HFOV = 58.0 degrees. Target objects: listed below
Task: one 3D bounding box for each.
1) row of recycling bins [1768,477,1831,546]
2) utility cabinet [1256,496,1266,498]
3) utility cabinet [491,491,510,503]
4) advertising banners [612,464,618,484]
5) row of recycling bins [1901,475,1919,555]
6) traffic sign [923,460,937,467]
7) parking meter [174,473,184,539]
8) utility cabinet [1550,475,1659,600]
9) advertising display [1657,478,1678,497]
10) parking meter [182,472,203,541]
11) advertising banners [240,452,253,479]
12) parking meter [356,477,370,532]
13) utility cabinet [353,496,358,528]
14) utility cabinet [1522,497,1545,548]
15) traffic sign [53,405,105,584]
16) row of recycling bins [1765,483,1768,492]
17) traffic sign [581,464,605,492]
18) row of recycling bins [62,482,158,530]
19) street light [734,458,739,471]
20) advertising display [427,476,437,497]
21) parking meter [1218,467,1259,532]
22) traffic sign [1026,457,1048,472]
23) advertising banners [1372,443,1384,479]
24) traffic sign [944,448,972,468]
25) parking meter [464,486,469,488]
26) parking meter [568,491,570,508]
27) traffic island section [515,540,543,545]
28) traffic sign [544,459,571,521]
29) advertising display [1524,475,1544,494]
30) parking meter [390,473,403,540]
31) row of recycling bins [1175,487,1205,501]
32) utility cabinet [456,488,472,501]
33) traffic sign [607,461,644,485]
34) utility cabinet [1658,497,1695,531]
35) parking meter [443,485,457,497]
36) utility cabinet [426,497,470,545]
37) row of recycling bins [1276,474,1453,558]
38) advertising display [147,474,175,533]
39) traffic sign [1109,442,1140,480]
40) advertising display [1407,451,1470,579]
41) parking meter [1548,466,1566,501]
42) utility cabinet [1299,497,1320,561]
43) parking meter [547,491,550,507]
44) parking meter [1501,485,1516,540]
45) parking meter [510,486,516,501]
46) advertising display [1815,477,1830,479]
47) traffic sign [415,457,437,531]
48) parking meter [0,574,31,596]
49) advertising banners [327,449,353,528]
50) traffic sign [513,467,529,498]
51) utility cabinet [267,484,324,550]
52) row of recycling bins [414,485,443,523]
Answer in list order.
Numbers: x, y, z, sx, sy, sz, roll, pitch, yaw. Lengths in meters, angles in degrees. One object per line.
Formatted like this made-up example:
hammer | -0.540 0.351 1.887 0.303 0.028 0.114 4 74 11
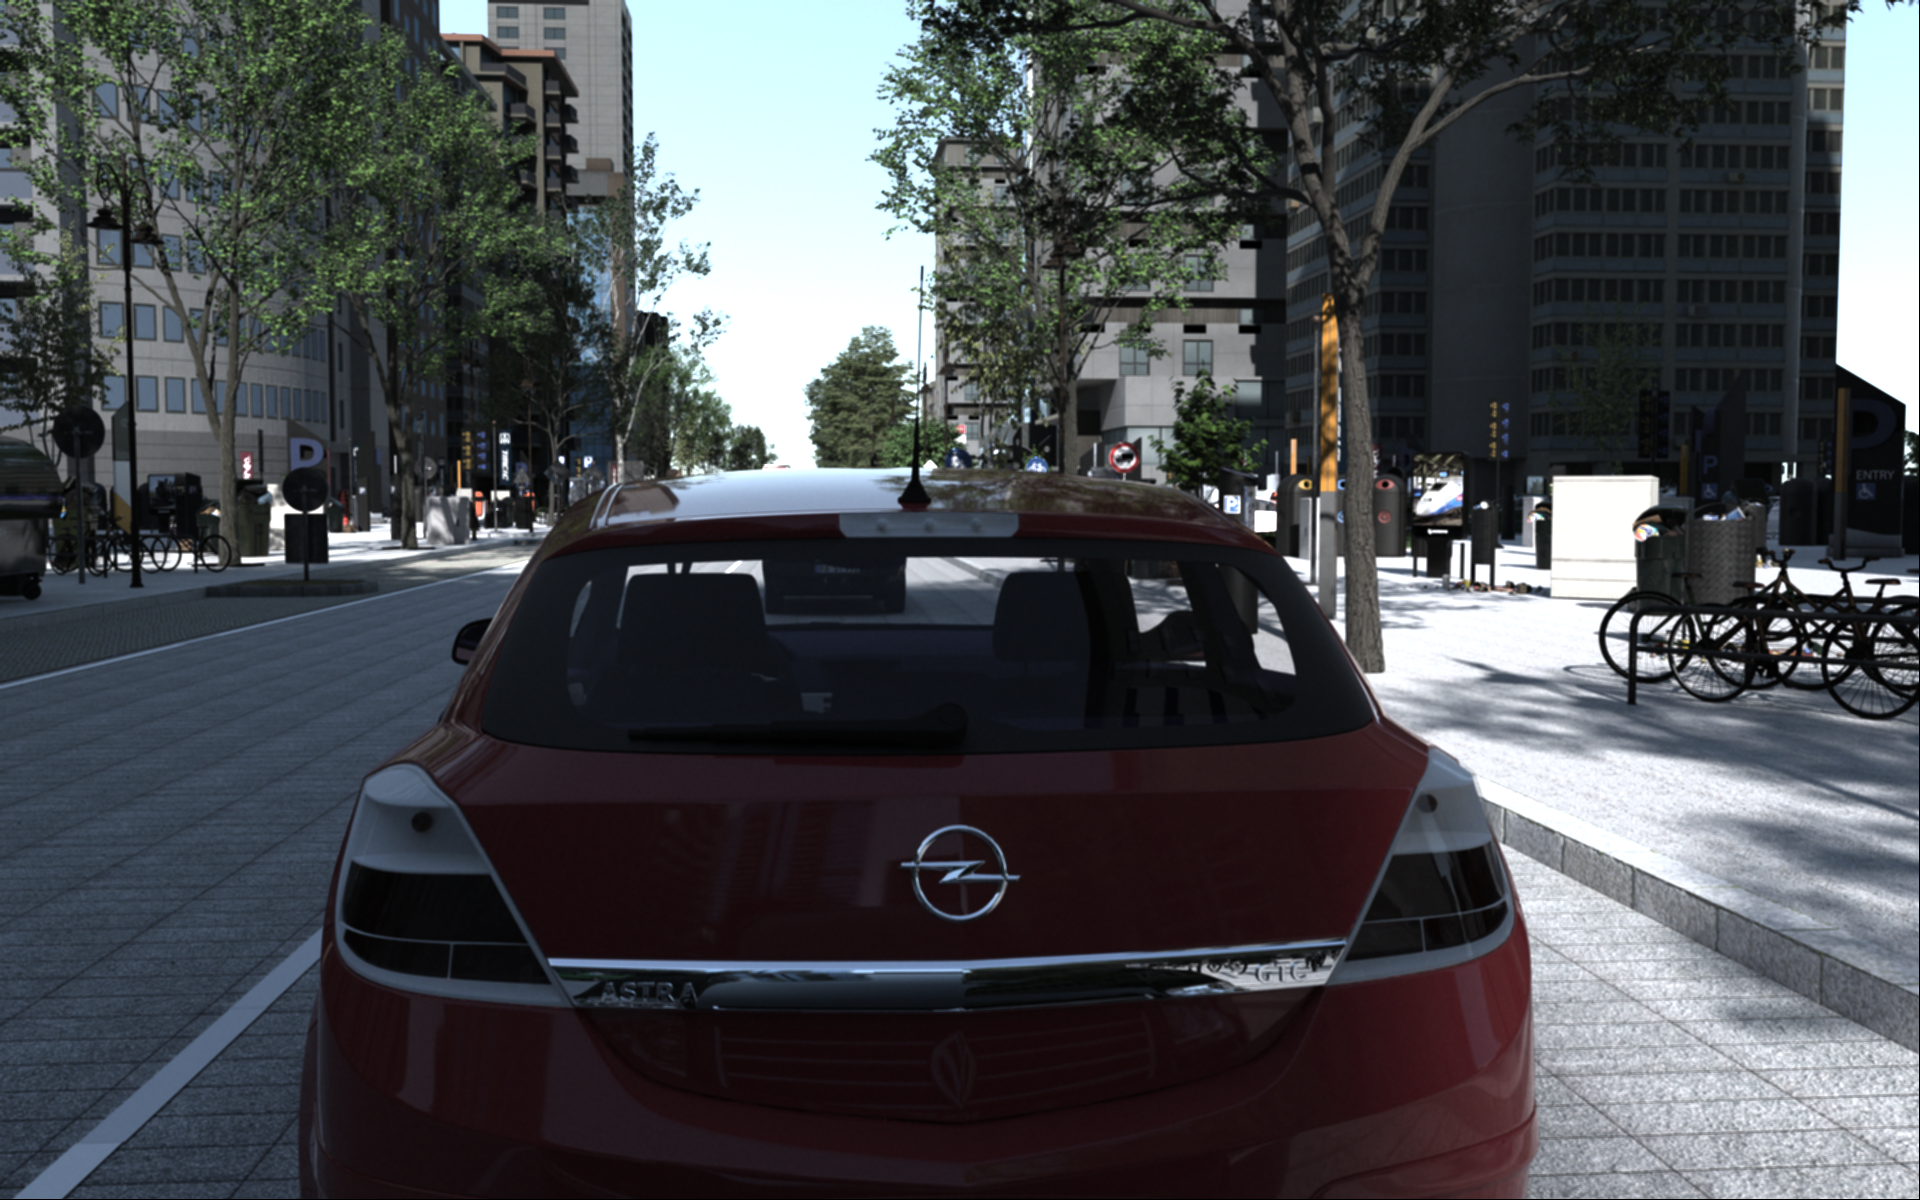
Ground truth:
row of recycling bins | 22.079 -2.246 43.831 3.534 1.692 1.069 -2 4 -31
utility cabinet | 11.728 -3.485 68.136 0.306 1.237 1.020 -1 4 -9
utility cabinet | -29.753 -6.331 112.189 1.173 1.500 0.318 -1 4 -12
advertising banners | -20.976 -6.507 102.579 2.074 3.025 0.090 2 4 30
row of recycling bins | 20.593 -1.902 38.215 1.069 1.692 3.534 1 4 14
traffic sign | -0.872 -2.882 50.761 0.795 2.450 0.064 0 4 -5
parking meter | -22.067 -2.650 49.034 0.255 1.863 0.399 -2 4 -29
utility cabinet | 7.791 -0.750 20.944 1.173 1.500 0.318 3 4 39
advertising display | 28.332 -3.942 69.662 0.974 1.923 0.123 0 4 4
parking meter | -20.737 -2.520 46.917 0.399 1.863 0.255 -1 4 -14
advertising banners | -28.704 -4.614 71.631 2.074 3.025 0.090 0 4 -1
parking meter | -20.251 -3.245 58.770 0.399 1.863 0.255 0 4 -3
utility cabinet | -22.503 -3.293 64.999 0.306 1.237 1.020 -2 4 -33
utility cabinet | 13.832 -1.871 41.747 0.306 1.237 1.020 0 4 5
traffic sign | -12.570 -1.505 24.719 0.768 2.556 0.104 0 4 3
row of recycling bins | 29.857 -3.449 63.503 3.534 1.692 1.069 0 4 -1
traffic sign | -12.253 -3.315 57.837 0.795 2.450 0.064 0 4 -5
row of recycling bins | -30.469 -3.350 61.892 3.534 1.692 1.069 -1 4 -20
street light | -27.742 -14.935 216.973 0.468 5.910 1.993 0 4 -5
advertising display | -18.693 -3.424 61.195 0.123 1.923 0.974 0 4 3
parking meter | 2.558 -0.460 15.924 0.372 1.533 0.369 0 3 0
traffic sign | 2.634 -3.626 59.384 0.768 2.556 0.104 0 3 0
advertising banners | 13.577 -3.895 59.866 2.074 3.025 0.090 1 4 13
traffic sign | -0.054 -2.929 47.994 0.768 2.556 0.104 0 4 -4
parking meter | -32.951 -6.731 115.757 0.255 1.863 0.399 2 4 34
parking meter | -21.236 -5.282 94.768 0.372 1.533 0.369 0 3 0
traffic island section | -11.603 -1.692 49.940 2.009 0.180 2.903 0 4 -5
traffic sign | -11.580 -2.828 49.880 0.795 2.450 0.064 0 4 -5
advertising display | 19.916 -3.358 60.116 0.974 1.923 0.123 -2 4 -35
parking meter | -15.706 -2.607 48.341 0.399 1.863 0.255 3 5 43
row of recycling bins | 9.262 -3.828 69.695 1.069 1.692 3.534 0 4 -2
utility cabinet | -19.526 -3.604 67.610 1.173 1.500 0.318 -2 4 -31
traffic sign | -20.538 -6.883 106.413 2.265 3.308 0.079 0 4 5
utility cabinet | 15.148 -1.586 37.086 1.020 1.237 0.306 3 5 41
parking meter | -14.109 -2.418 47.941 0.372 1.533 0.369 0 3 0
utility cabinet | -12.971 -2.003 43.916 1.020 1.237 0.306 -3 4 -37
row of recycling bins | 8.271 -1.738 35.528 3.534 1.692 1.069 1 4 12
advertising display | -25.925 -3.130 56.397 0.974 1.923 0.123 0 4 0
traffic sign | 4.032 -2.596 42.549 0.768 2.556 0.104 0 4 -1
advertising display | 7.308 -1.296 26.399 0.123 1.923 0.974 -3 5 -39
parking meter | 12.170 -1.812 35.339 0.255 1.863 0.399 2 4 33
utility cabinet | 6.855 -1.386 33.816 0.306 1.237 1.020 0 4 0
parking meter | -30.454 -7.346 128.520 0.372 1.533 0.369 0 3 0
parking meter | 15.404 -2.461 48.646 0.372 1.533 0.369 0 3 0
parking meter | -30.890 -6.982 119.872 0.399 1.863 0.255 2 4 33
advertising display | 33.095 -3.750 66.526 0.123 1.923 0.974 0 4 1
traffic sign | -18.344 -3.630 59.451 0.768 2.556 0.104 0 4 4
parking meter | -11.986 -0.988 21.862 0.399 1.863 0.255 1 4 22
advertising banners | -23.631 -4.293 66.376 2.074 3.025 0.090 -3 5 -45
traffic sign | -21.017 -5.083 83.119 0.884 2.594 0.081 0 4 0
utility cabinet | -15.038 -1.870 39.253 1.173 1.500 0.318 -1 4 -15
row of recycling bins | -24.208 -4.375 78.637 3.534 1.692 1.069 3 5 42
